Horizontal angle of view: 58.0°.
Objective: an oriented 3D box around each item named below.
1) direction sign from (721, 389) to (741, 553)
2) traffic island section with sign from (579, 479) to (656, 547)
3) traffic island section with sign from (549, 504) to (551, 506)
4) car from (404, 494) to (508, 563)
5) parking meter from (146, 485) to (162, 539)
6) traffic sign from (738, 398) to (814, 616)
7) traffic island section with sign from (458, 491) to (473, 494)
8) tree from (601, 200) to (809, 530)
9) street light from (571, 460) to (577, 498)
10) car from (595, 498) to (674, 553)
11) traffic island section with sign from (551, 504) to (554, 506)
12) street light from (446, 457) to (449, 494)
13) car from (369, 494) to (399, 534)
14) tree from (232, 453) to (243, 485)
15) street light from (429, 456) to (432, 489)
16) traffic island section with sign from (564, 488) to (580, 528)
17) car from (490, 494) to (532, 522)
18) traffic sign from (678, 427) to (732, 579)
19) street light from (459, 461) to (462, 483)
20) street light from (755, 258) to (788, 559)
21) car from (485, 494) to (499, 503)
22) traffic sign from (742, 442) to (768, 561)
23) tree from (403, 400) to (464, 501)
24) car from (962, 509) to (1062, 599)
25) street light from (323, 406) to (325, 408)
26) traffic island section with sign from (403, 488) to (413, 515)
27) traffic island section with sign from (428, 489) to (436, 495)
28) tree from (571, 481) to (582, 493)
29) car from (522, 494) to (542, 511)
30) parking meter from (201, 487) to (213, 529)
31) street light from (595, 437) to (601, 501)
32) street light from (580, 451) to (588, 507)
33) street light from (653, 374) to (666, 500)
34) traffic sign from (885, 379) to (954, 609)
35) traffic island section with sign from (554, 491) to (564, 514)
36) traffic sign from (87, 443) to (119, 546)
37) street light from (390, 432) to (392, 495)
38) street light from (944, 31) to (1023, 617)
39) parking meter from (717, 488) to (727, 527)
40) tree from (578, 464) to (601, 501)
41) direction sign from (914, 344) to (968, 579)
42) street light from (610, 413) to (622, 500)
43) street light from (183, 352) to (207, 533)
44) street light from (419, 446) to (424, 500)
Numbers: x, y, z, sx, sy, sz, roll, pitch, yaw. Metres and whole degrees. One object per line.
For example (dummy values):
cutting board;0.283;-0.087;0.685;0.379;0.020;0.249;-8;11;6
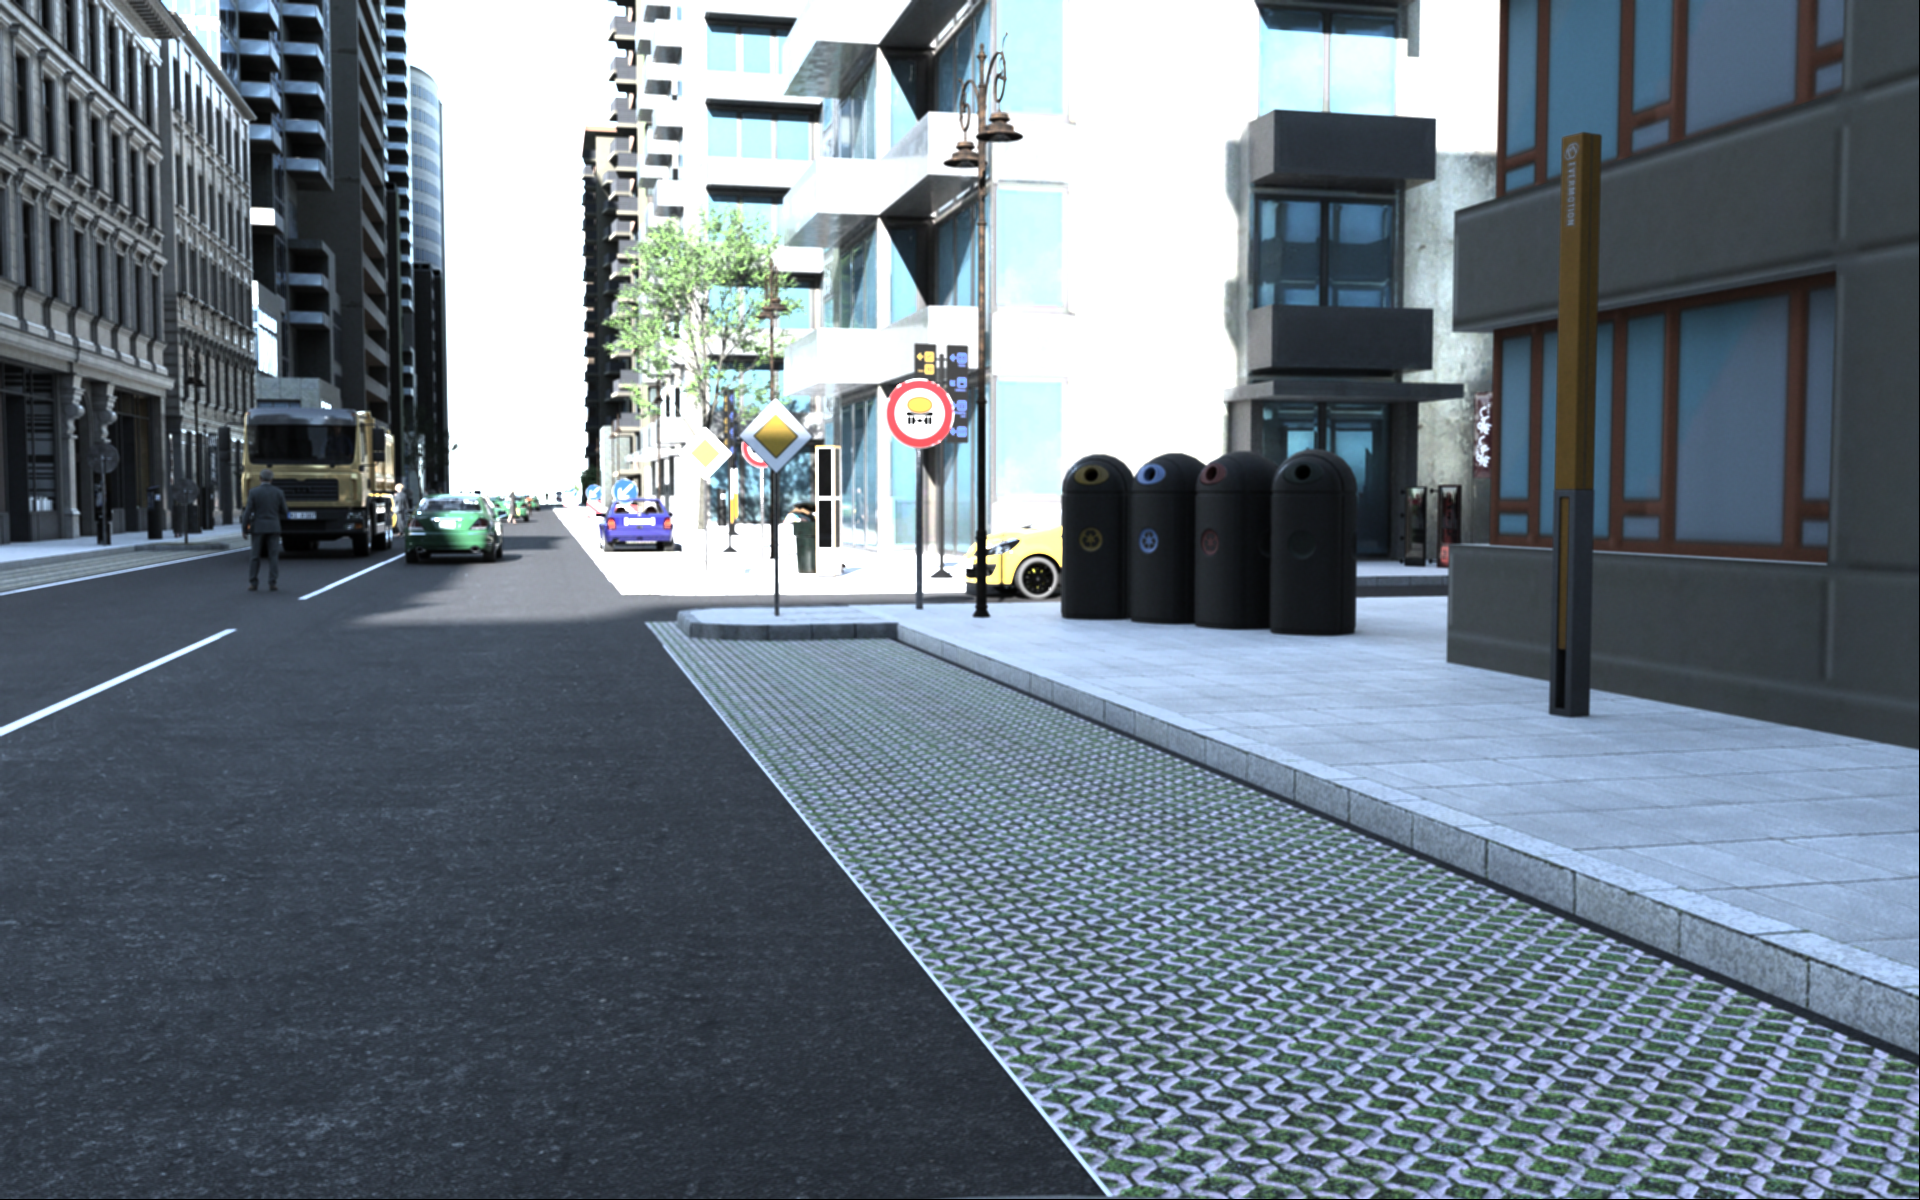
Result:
direction sign;-5.027;-2.798;37.751;0.379;3.537;0.876;-1;4;-21
traffic island section with sign;-9.254;-2.358;47.187;1.989;1.847;2.006;-1;4;-14
traffic island section with sign;-47.109;-11.915;203.439;1.989;1.847;2.006;-1;4;-14
car;-10.924;-1.573;37.515;2.131;1.459;4.920;-1;4;-12
parking meter;-22.912;-2.499;49.267;0.372;1.533;0.369;0;3;0
traffic sign;-1.934;-0.890;18.201;0.795;2.450;0.064;-1;4;-14
traffic island section with sign;-57.776;-11.759;200.893;1.989;1.847;2.006;-1;4;-14
tree;-9.034;-8.281;61.157;9.928;11.665;9.643;0;3;0
street light;-49.139;-15.219;221.624;0.468;5.910;1.993;-1;4;-14
car;-8.162;-1.893;43.530;1.945;1.354;3.894;-1;4;-14
traffic island section with sign;-33.878;-8.576;148.842;1.989;1.847;2.006;-1;4;-14
street light;-62.535;-14.601;211.507;0.468;5.910;1.993;-1;4;-14
car;-21.543;-3.276;63.793;2.015;1.641;3.980;-1;4;-14
tree;-28.120;-4.570;69.321;1.663;3.219;1.824;0;3;0
street light;-54.513;-12.583;178.514;0.468;5.910;1.993;-1;4;-14
traffic island section with sign;-15.799;-4.011;74.206;1.989;1.847;2.006;-1;4;-14
car;-23.384;-4.792;90.147;2.131;1.459;4.920;-1;4;-14
traffic sign;-3.813;-1.365;25.963;0.795;2.450;0.064;-1;4;-14
street light;-70.251;-16.569;243.694;0.468;5.910;1.993;-1;4;-14
street light;-3.693;-3.747;34.050;0.468;5.910;1.993;-1;4;-14
car;-50.400;-10.883;186.732;1.959;1.807;4.718;-1;4;-12
traffic sign;-3.767;-2.011;32.986;0.768;2.556;0.104;-1;4;-12
tree;-53.036;-14.428;170.311;8.767;10.594;7.601;-1;4;-13
car;2.018;-0.883;24.667;3.980;1.641;2.015;-1;4;-14
street light;-32.799;-7.138;89.495;0.468;5.910;1.993;-1;4;-14
traffic island section with sign;-38.179;-6.809;119.959;1.989;1.847;2.006;-1;4;-14
traffic island section with sign;-44.689;-8.455;146.859;1.989;1.847;2.006;-1;4;-14
tree;-55.492;-15.612;249.855;1.663;3.219;1.824;0;3;0
car;-37.133;-8.398;149.100;2.131;1.459;4.920;-1;4;-12
parking meter;-27.525;-3.359;63.329;0.372;1.533;0.369;0;3;0
street light;-29.514;-10.295;141.108;0.468;5.910;1.993;-1;4;-14
street light;-37.518;-12.276;173.508;0.468;5.910;1.993;-1;4;-14
street light;-11.625;-5.756;66.893;0.468;5.910;1.993;-1;4;-14
traffic sign;-0.453;-1.171;19.256;0.768;2.556;0.104;-1;4;-8
traffic island section with sign;-27.531;-6.973;122.642;1.989;1.847;2.006;-1;4;-14
traffic sign;-21.252;-2.622;42.968;0.768;2.556;0.104;0;4;-6
street light;-42.680;-9.615;129.988;0.468;5.910;1.993;-1;4;-14
street light;0.224;-2.761;17.937;0.468;5.910;1.993;-1;4;-14
parking meter;-9.391;-3.666;68.350;0.372;1.533;0.369;0;3;0
tree;-39.091;-12.289;184.632;4.285;4.588;4.351;0;3;0
direction sign;-0.279;-2.099;26.316;0.876;3.537;0.379;-2;4;-24
street light;-19.534;-7.723;99.051;0.468;5.910;1.993;-1;4;-14
street light;-24.834;-5.112;56.371;0.468;5.910;1.993;-1;4;-14
street light;-50.574;-11.609;162.586;0.468;5.910;1.993;-1;4;-14
